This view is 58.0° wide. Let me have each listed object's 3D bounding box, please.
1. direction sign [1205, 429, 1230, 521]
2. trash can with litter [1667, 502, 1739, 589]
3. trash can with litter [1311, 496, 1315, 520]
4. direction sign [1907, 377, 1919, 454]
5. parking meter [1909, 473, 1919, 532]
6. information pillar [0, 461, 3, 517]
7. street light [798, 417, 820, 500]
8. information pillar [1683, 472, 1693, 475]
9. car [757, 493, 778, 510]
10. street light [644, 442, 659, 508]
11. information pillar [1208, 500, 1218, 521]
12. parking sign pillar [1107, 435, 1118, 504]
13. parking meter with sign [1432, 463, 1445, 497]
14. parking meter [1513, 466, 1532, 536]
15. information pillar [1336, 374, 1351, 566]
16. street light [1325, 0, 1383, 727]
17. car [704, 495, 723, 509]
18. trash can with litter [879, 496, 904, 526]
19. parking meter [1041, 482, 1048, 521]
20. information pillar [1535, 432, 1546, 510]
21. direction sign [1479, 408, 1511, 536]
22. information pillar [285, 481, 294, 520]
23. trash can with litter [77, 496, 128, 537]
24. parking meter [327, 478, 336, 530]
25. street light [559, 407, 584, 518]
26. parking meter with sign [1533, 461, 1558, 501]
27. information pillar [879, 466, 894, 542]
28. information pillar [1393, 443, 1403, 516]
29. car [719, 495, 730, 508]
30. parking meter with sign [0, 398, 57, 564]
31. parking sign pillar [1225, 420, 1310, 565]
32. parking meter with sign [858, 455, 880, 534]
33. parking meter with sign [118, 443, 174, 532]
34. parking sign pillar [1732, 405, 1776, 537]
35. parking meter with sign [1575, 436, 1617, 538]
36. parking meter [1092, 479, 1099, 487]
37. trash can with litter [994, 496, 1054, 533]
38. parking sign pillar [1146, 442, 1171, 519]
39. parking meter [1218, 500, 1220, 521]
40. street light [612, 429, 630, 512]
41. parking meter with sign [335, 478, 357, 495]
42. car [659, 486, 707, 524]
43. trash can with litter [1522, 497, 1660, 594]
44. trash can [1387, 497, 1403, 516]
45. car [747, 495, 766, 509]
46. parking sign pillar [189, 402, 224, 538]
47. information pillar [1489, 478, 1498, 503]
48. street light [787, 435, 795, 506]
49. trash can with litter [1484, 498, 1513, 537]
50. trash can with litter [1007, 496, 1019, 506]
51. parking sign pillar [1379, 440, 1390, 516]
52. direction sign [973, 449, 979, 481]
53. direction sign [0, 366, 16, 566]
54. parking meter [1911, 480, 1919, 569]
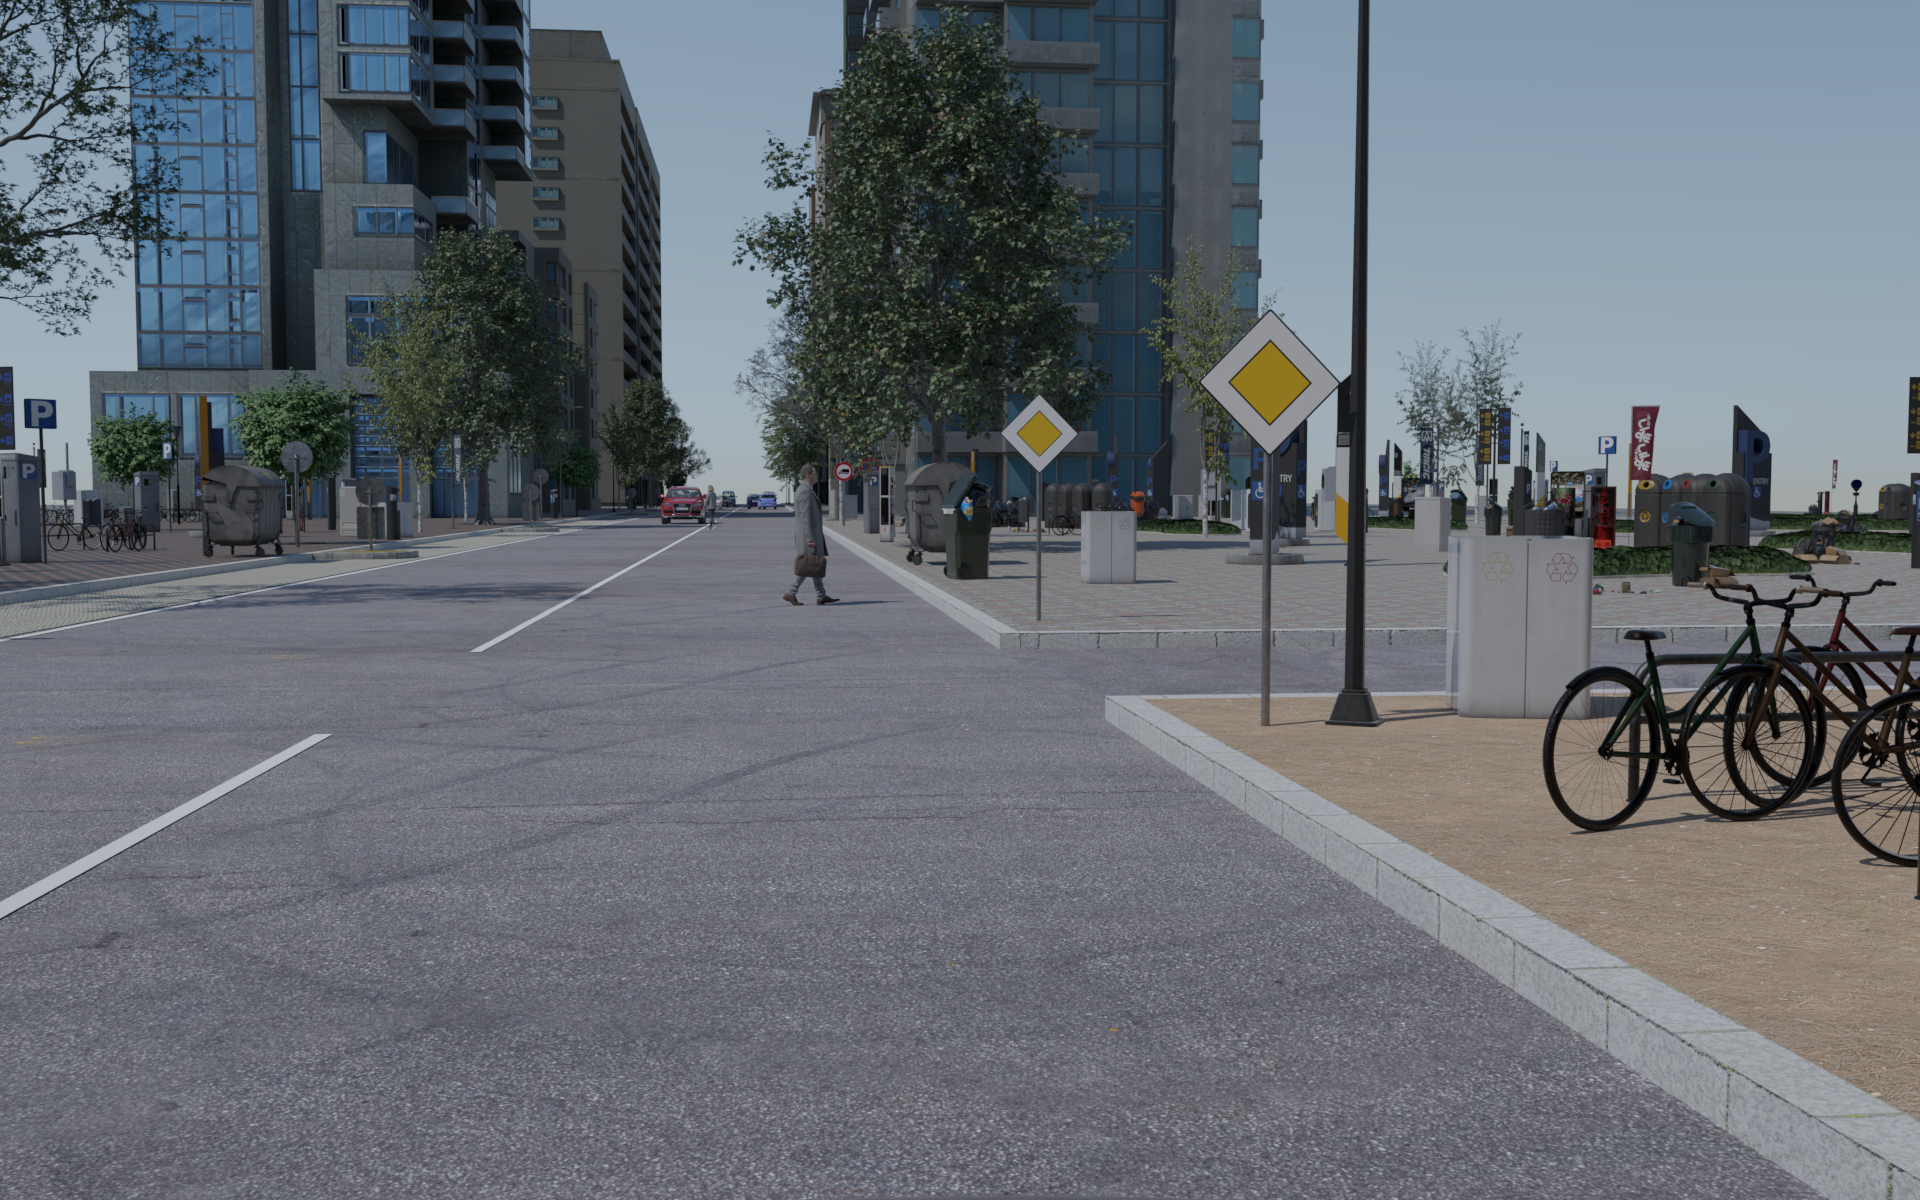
[{"bbox_3d":[8.979,-4.199,60.643,0.876,3.537,0.379,0,4,7],"label":"direction sign"},{"bbox_3d":[10.295,-0.765,23.901,0.624,1.170,1.055,-1,4,-22],"label":"trash can with litter"},{"bbox_3d":[17.803,-4.518,85.258,0.624,1.170,1.055,-3,4,-36],"label":"trash can with litter"},{"bbox_3d":[18.762,-2.540,33.519,0.876,3.537,0.379,0,4,-1],"label":"direction sign"},{"bbox_3d":[26.079,-2.534,47.150,0.399,1.863,0.255,-2,4,-26],"label":"parking meter"},{"bbox_3d":[-21.328,-2.095,38.747,0.304,2.012,0.304,3,5,40],"label":"information pillar"},{"bbox_3d":[-9.112,-8.100,104.980,1.470,5.913,1.316,0,4,-6],"label":"street light"},{"bbox_3d":[24.689,-3.321,58.792,0.304,2.012,0.304,2,4,32],"label":"information pillar"},{"bbox_3d":[-17.854,-9.224,160.395,1.945,1.707,3.694,0,4,-8],"label":"car"},{"bbox_3d":[-27.672,-11.161,155.027,1.470,5.913,1.316,0,4,-6],"label":"street light"},{"bbox_3d":[9.601,-3.749,65.793,0.304,2.012,0.304,-1,4,-16],"label":"information pillar"},{"bbox_3d":[6.968,-5.540,79.050,1.447,3.967,1.447,0,4,3],"label":"parking sign pillar"},{"bbox_3d":[26.184,-6.023,94.734,0.543,3.016,1.738,0,4,-6],"label":"parking meter with sign"},{"bbox_3d":[11.751,-1.864,36.183,0.255,1.863,0.399,3,5,43],"label":"parking meter"},{"bbox_3d":[6.947,-2.411,30.772,0.504,3.616,0.183,1,4,19],"label":"information pillar"},{"bbox_3d":[1.668,-2.258,9.463,1.470,5.913,1.316,0,4,-6],"label":"street light"},{"bbox_3d":[-23.308,-9.202,162.806,2.083,1.381,4.827,0,4,-7],"label":"car"},{"bbox_3d":[-2.743,-3.517,68.565,2.233,1.210,1.678,-3,5,-42],"label":"trash can with litter"},{"bbox_3d":[4.228,-4.976,87.069,0.399,1.863,0.255,-3,5,-44],"label":"parking meter"},{"bbox_3d":[22.096,-4.565,65.985,0.504,3.616,0.183,-2,4,-35],"label":"information pillar"},{"bbox_3d":[14.085,-3.283,45.671,0.876,3.537,0.379,3,5,43],"label":"direction sign"},{"bbox_3d":[-32.909,-4.925,85.022,0.304,2.012,0.304,-1,4,-8],"label":"information pillar"},{"bbox_3d":[-26.107,-2.564,52.987,1.678,1.210,2.233,3,4,37],"label":"trash can with litter"},{"bbox_3d":[-22.422,-3.429,61.782,0.255,1.863,0.399,-2,4,-26],"label":"parking meter"},{"bbox_3d":[-20.626,-7.302,91.925,1.470,5.913,1.316,0,4,-6],"label":"street light"},{"bbox_3d":[30.246,-5.750,90.272,1.738,3.016,0.543,-1,4,-20],"label":"parking meter with sign"},{"bbox_3d":[-1.950,-2.547,46.129,0.304,2.012,0.304,1,4,18],"label":"information pillar"},{"bbox_3d":[20.025,-5.376,79.254,0.183,3.616,0.504,-2,4,-30],"label":"information pillar"},{"bbox_3d":[-25.567,-10.542,184.946,1.945,1.354,3.894,0,4,-7],"label":"car"},{"bbox_3d":[-17.487,-2.203,32.274,1.738,3.016,0.543,3,4,37],"label":"parking meter with sign"},{"bbox_3d":[5.615,-2.652,31.827,1.447,3.967,1.447,1,4,16],"label":"parking sign pillar"},{"bbox_3d":[-2.922,-3.694,56.657,0.543,3.016,1.738,-1,4,-13],"label":"parking meter with sign"},{"bbox_3d":[-27.379,-3.792,58.261,0.543,3.016,1.738,2,4,35],"label":"parking meter with sign"},{"bbox_3d":[24.098,-3.929,52.710,1.447,3.967,1.447,-2,4,-28],"label":"parking sign pillar"},{"bbox_3d":[18.846,-3.384,51.583,1.738,3.016,0.543,-3,5,-42],"label":"parking meter with sign"},{"bbox_3d":[5.331,-3.824,68.237,0.255,1.863,0.399,0,4,1],"label":"parking meter"},{"bbox_3d":[2.283,-2.859,57.801,1.678,1.210,2.233,-2,4,-35],"label":"trash can with litter"},{"bbox_3d":[10.075,-6.122,88.560,1.447,3.967,1.447,3,5,41],"label":"parking sign pillar"},{"bbox_3d":[10.137,-3.696,68.840,0.372,1.533,0.369,0,3,0],"label":"parking meter"},{"bbox_3d":[-24.167,-9.231,123.474,1.470,5.913,1.316,0,4,-6],"label":"street light"},{"bbox_3d":[-29.081,-5.275,82.503,0.543,3.016,1.738,2,4,32],"label":"parking meter with sign"},{"bbox_3d":[-13.361,-4.599,83.872,2.281,1.827,5.304,0,4,-7],"label":"car"},{"bbox_3d":[7.995,-0.699,22.485,2.233,1.210,1.678,0,4,7],"label":"trash can with litter"},{"bbox_3d":[18.636,-3.816,74.042,0.748,1.137,0.748,0,3,0],"label":"trash can"},{"bbox_3d":[-19.343,-9.315,164.873,1.945,1.354,3.894,0,4,-5],"label":"car"},{"bbox_3d":[-22.123,-3.844,51.325,1.447,3.967,1.447,-2,4,-28],"label":"parking sign pillar"},{"bbox_3d":[25.129,-4.718,81.625,0.304,2.012,0.304,-2,4,-27],"label":"information pillar"},{"bbox_3d":[-12.707,-10.029,136.522,1.470,5.913,1.316,0,4,-6],"label":"street light"},{"bbox_3d":[16.417,-2.513,52.469,1.055,1.170,0.624,2,4,24],"label":"trash can with litter"},{"bbox_3d":[2.731,-4.347,82.465,0.624,1.170,1.055,2,4,33],"label":"trash can with litter"},{"bbox_3d":[20.865,-5.915,85.182,1.447,3.967,1.447,1,4,18],"label":"parking sign pillar"},{"bbox_3d":[0.785,-5.782,86.529,0.379,3.537,0.876,1,4,17],"label":"direction sign"},{"bbox_3d":[-17.197,-2.378,30.882,0.876,3.537,0.379,1,4,16],"label":"direction sign"},{"bbox_3d":[16.623,-1.311,29.846,0.372,1.533,0.369,0,3,0],"label":"parking meter"}]
